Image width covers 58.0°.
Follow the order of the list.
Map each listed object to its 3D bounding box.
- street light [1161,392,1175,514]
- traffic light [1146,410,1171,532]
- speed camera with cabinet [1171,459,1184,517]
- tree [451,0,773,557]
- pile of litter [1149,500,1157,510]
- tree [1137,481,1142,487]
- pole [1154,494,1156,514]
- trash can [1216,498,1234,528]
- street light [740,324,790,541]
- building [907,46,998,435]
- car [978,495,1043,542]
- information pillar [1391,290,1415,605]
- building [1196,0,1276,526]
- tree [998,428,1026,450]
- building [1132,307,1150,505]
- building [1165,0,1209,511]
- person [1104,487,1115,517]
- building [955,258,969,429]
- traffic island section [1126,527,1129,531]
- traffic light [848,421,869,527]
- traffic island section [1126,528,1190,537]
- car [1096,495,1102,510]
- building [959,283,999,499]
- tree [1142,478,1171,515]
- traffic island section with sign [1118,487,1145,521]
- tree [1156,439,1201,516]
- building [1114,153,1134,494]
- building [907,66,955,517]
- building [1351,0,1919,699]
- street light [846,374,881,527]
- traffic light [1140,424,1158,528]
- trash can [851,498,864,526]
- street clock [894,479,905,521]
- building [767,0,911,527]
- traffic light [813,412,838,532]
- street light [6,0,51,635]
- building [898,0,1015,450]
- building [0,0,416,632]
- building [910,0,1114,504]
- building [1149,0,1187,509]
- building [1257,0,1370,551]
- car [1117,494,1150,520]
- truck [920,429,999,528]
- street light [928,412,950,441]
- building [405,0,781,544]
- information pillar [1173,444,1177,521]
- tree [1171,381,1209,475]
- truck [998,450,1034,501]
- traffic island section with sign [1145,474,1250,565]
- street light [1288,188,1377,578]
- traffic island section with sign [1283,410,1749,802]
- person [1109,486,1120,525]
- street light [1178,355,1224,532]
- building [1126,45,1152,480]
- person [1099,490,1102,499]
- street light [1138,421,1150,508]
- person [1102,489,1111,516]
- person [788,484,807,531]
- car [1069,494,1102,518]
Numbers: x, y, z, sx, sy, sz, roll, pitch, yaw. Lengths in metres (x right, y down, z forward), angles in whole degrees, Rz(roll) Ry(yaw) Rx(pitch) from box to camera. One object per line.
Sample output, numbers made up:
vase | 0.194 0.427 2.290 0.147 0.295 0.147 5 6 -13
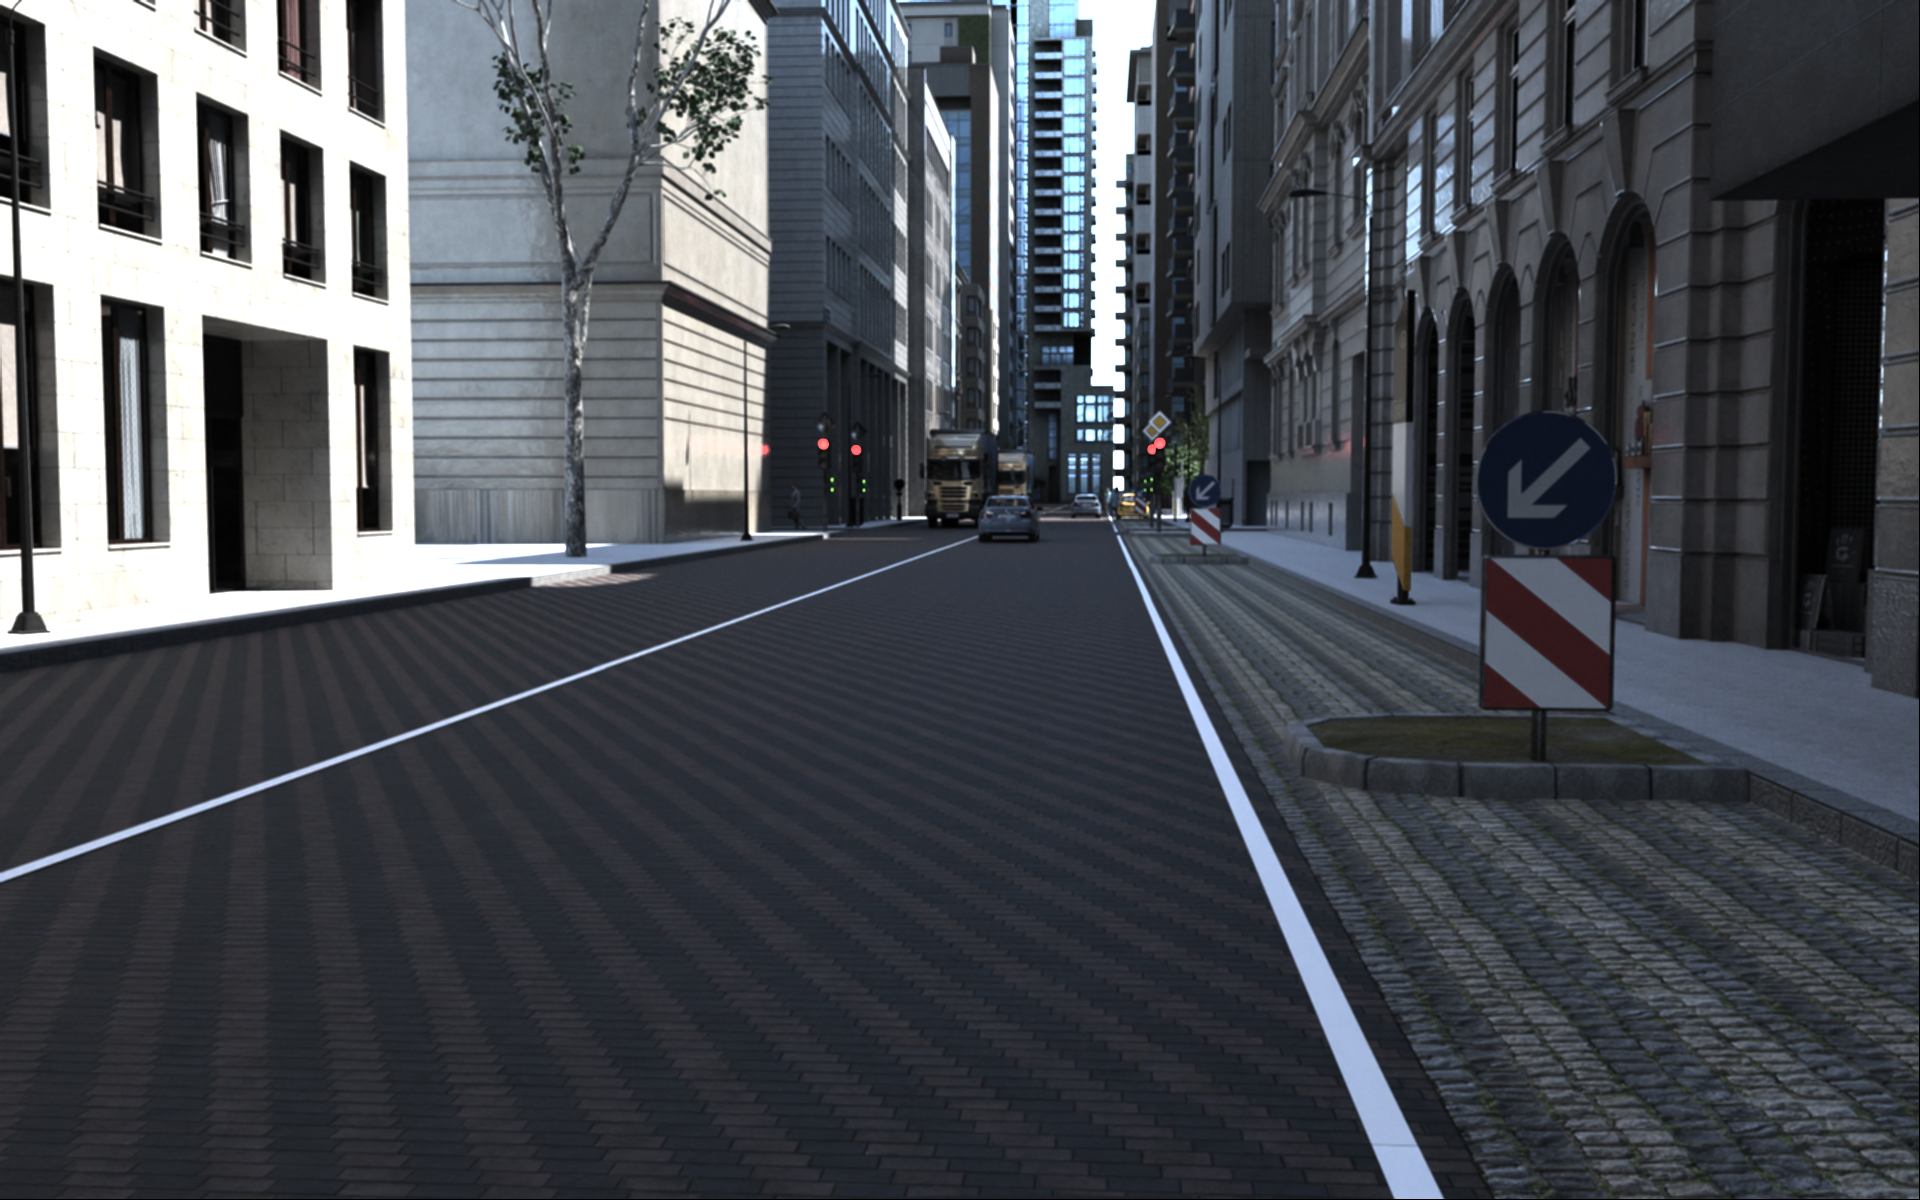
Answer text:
street light | 9.881 -6.507 78.927 1.470 5.913 1.316 0 4 5
traffic light | 6.681 -4.239 58.226 0.839 4.253 0.868 0 4 5
speed camera with cabinet | 12.329 -6.350 98.161 0.660 3.252 2.038 0 4 4
tree | -6.612 -10.897 34.063 12.611 20.169 13.585 0 3 0
pile of litter | 15.260 -7.625 138.637 1.176 0.858 1.719 0 4 4
tree | 15.825 -9.186 144.790 1.663 3.219 1.824 0 3 0
pole | 12.589 -7.253 112.434 0.158 3.312 0.155 0 3 0
trash can | 9.989 -3.292 65.481 0.748 1.137 0.748 0 3 0
street light | -5.357 -4.592 47.617 1.470 5.913 1.316 0 4 5
building | -3.378 -32.291 178.068 14.600 45.320 14.200 0 4 5
car | 1.521 -2.510 53.045 2.014 1.417 4.499 0 4 4
information pillar | 5.158 -1.762 20.166 0.183 3.616 0.504 0 4 -4
building | 24.407 -29.890 77.939 27.495 52.752 28.713 0 4 5
tree | 5.655 -14.874 193.558 4.360 8.622 3.978 0 3 0
building | 31.512 -20.106 173.772 27.650 21.520 28.899 0 4 5
building | 26.301 -28.773 125.058 22.147 44.769 28.867 0 4 5
person | 9.198 -6.014 106.690 0.748 1.841 0.638 2 4 26
building | -5.866 -17.793 127.080 11.583 22.565 21.152 0 4 5
traffic island section | 7.362 -2.692 66.296 2.009 0.180 2.903 0 4 5
traffic light | -3.954 -4.780 67.075 0.839 4.253 0.868 0 4 5
traffic island section | 6.721 -2.205 58.337 2.009 0.180 2.903 0 4 5
car | 11.726 -8.613 153.404 1.945 1.354 3.894 0 4 5
building | -11.120 -19.131 157.837 27.650 21.520 28.899 0 4 5
tree | 12.634 -6.878 107.062 1.663 3.219 1.824 0 3 0
traffic island section with sign | 9.350 -5.027 90.815 1.989 1.847 2.006 0 4 5
tree | 12.848 -7.299 103.049 4.285 4.588 4.351 0 3 0
building | 36.192 -37.617 234.641 30.456 49.044 23.786 0 4 5
building | -7.128 -17.647 106.543 12.078 24.808 19.932 0 4 5
building | 12.767 -10.973 21.208 13.314 21.916 24.055 0 4 5
street light | -3.739 -5.776 66.982 1.470 5.913 1.316 0 4 5
traffic light | 7.323 -4.726 66.186 0.839 4.253 0.868 0 4 5
trash can | -4.221 -3.590 70.356 0.748 1.137 0.748 0 3 0
street clock | -2.944 -4.857 83.980 0.471 2.002 0.358 -1 4 -20
building | -9.447 -18.585 81.357 11.434 29.767 29.804 0 4 5
traffic light | -4.595 -4.293 59.115 0.839 4.253 0.868 0 4 5
street light | -8.042 -2.642 15.741 1.470 5.913 1.316 0 4 5
building | -7.796 -40.692 207.308 28.212 58.520 21.231 0 4 5
building | -13.947 -9.937 17.225 10.420 20.320 16.860 0 4 5
building | 5.436 -56.403 234.853 31.000 86.520 22.319 0 4 5
building | 23.845 -30.702 152.082 14.600 45.320 14.200 0 4 5
building | 15.517 -15.772 45.265 14.401 28.519 23.554 0 4 5
car | 9.524 -5.233 95.788 2.015 1.641 3.980 0 4 4
truck | 0.126 -5.392 77.066 2.839 4.237 11.283 0 4 5
street light | -1.270 -7.681 98.127 1.470 5.913 1.316 0 4 5
building | -21.188 -13.389 52.189 30.059 22.955 16.112 0 4 5
information pillar | 10.086 -5.494 81.173 0.183 3.616 0.504 0 4 4
tree | 15.546 -9.758 109.910 4.737 8.622 4.395 0 3 0
truck | 3.309 -7.527 111.975 2.839 4.237 11.283 0 4 5
traffic island section with sign | 4.926 -1.668 35.898 1.989 1.847 2.006 0 4 5
street light | 5.688 -3.297 26.448 1.470 5.913 1.316 0 4 5
traffic island section with sign | 2.745 -0.025 9.031 1.989 1.847 2.006 0 4 5
person | 7.258 -4.438 81.332 0.793 1.790 0.793 1 4 20
street light | 8.158 -5.233 58.095 1.470 5.913 1.316 0 4 5
building | 33.781 -37.435 201.305 28.713 52.752 27.495 0 4 5
person | 13.127 -9.381 161.954 0.705 1.814 1.350 2 4 26
street light | 12.212 -8.399 109.860 1.470 5.913 1.316 0 4 5
person | 9.603 -6.423 113.785 0.520 1.790 0.573 -1 4 -21
person | -6.117 -3.417 64.490 0.853 1.813 0.709 -2 4 -33
car | 7.526 -5.610 103.729 2.014 1.417 4.499 0 4 3
